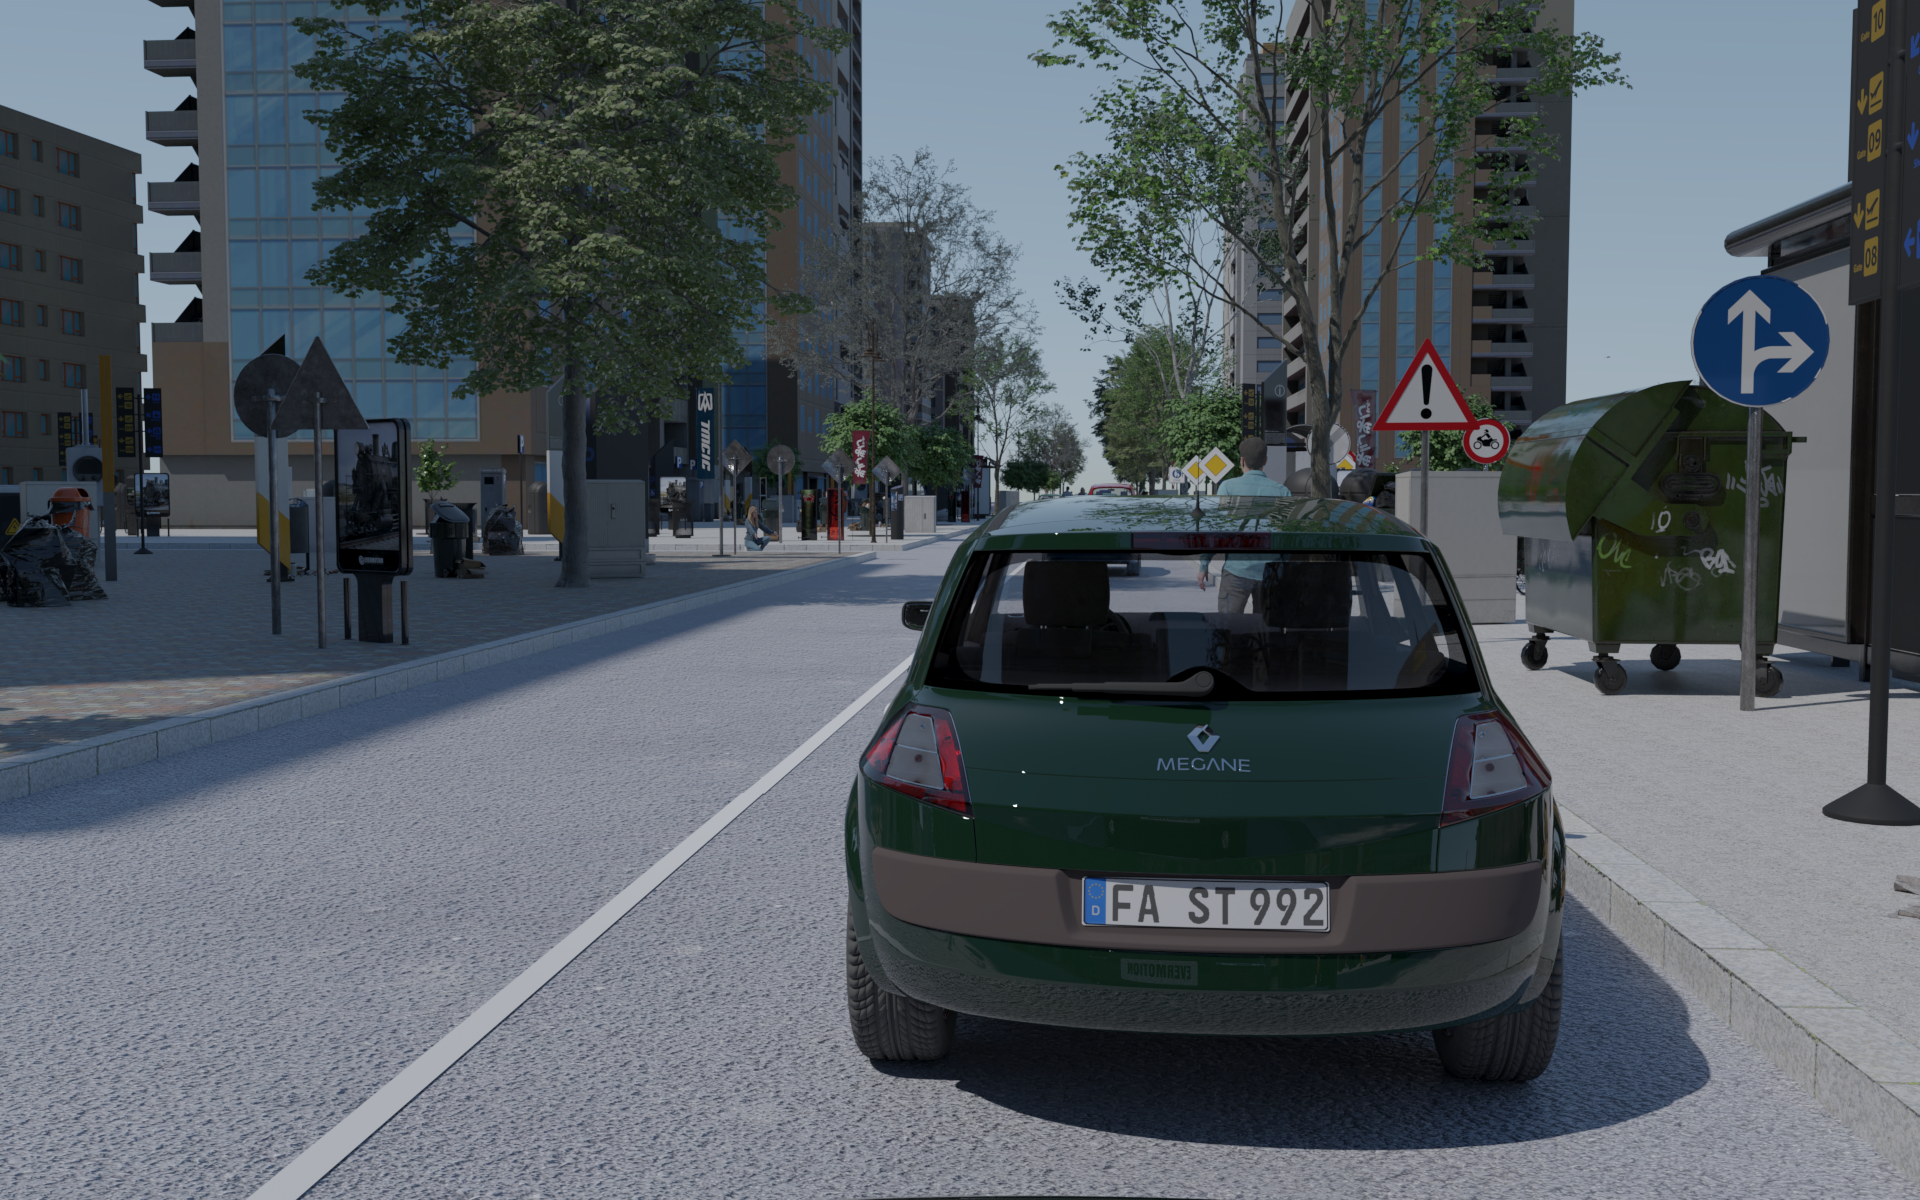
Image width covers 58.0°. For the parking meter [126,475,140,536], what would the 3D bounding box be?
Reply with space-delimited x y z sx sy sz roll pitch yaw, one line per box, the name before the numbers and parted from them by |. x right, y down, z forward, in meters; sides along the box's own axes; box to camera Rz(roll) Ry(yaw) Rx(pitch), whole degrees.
parking meter | -25.533 -2.920 53.457 0.255 1.863 0.399 -1 4 -9

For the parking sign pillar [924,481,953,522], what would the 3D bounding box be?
parking sign pillar | -1.010 -5.688 81.473 1.447 3.967 1.447 -1 4 -20

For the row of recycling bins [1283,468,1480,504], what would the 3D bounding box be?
row of recycling bins | 6.818 -1.239 27.367 3.534 1.692 1.069 -1 4 -13

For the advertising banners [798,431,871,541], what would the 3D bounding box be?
advertising banners | -3.447 -3.139 47.512 2.074 3.025 0.090 1 4 12

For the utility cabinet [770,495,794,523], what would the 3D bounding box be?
utility cabinet | -7.955 -4.056 77.478 1.020 1.237 0.306 1 4 13

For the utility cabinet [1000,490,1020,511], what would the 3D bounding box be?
utility cabinet | 3.297 -6.314 111.912 1.173 1.500 0.318 -2 4 -35

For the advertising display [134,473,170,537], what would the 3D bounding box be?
advertising display | -24.378 -2.878 52.274 0.974 1.923 0.123 -2 4 -28

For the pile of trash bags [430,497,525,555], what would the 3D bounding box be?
pile of trash bags | -10.927 -1.650 36.729 3.447 1.369 1.912 0 4 -5

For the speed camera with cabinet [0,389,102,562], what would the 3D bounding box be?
speed camera with cabinet | -17.010 -2.319 32.254 2.038 3.252 0.660 -2 4 -32

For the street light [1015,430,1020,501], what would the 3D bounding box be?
street light | 4.127 -9.103 121.622 0.468 5.910 1.993 0 4 5

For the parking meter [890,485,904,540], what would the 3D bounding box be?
parking meter | -1.765 -2.464 48.696 0.372 1.533 0.369 0 3 0

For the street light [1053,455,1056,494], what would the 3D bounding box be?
street light | 11.140 -14.170 204.471 0.468 5.910 1.993 0 4 5

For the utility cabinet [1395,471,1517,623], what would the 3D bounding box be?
utility cabinet | 4.864 -0.509 17.009 1.173 1.500 0.318 -1 4 -15

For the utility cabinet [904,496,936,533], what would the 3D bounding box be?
utility cabinet | -1.317 -2.829 57.408 1.020 1.237 0.306 1 4 13

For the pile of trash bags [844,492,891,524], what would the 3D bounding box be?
pile of trash bags | -3.771 -3.994 75.047 3.447 1.369 1.912 1 4 9

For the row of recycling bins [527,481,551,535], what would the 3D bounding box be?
row of recycling bins | -11.996 -2.949 55.336 3.534 1.692 1.069 -1 4 -21

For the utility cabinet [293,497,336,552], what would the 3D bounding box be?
utility cabinet | -14.339 -1.685 38.708 1.020 1.237 0.306 -3 5 -40

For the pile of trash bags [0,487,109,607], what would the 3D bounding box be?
pile of trash bags | -11.296 -0.685 20.955 1.912 1.369 3.447 0 4 -8

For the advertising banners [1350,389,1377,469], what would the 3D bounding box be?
advertising banners | 7.456 -2.029 29.359 2.074 3.025 0.090 -1 4 -23

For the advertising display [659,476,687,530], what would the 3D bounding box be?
advertising display | -10.249 -3.467 61.891 0.974 1.923 0.123 0 4 -6

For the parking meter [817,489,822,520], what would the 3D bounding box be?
parking meter | -7.039 -4.748 86.044 0.372 1.533 0.369 0 3 0

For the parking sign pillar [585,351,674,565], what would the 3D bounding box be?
parking sign pillar | -6.271 -2.628 31.441 1.447 3.967 1.447 2 4 35

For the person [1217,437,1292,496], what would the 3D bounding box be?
person | 1.980 -0.202 11.816 0.660 1.820 0.620 -1 4 -13

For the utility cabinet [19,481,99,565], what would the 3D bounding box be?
utility cabinet | -15.803 -1.328 30.393 0.318 1.500 1.173 3 5 42

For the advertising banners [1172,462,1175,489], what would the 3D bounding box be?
advertising banners | 11.458 -6.064 95.336 0.090 3.025 2.074 -1 4 -15

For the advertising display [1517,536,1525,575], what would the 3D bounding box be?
advertising display | 8.971 -1.370 27.612 0.123 1.923 0.974 0 4 -1

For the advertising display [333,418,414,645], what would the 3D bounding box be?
advertising display | -5.068 -0.597 14.969 0.974 1.923 0.123 3 4 38

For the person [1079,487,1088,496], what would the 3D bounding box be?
person | 6.510 -5.052 91.289 0.537 1.800 0.526 0 4 8

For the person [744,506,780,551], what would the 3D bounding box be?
person | -4.639 -1.607 40.270 0.738 1.151 1.012 3 4 38

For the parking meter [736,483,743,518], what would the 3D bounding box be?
parking meter | -11.614 -5.227 91.176 0.255 1.863 0.399 -3 5 -43

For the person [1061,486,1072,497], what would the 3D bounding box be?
person | 5.493 -4.947 89.230 0.661 1.843 0.795 1 4 19

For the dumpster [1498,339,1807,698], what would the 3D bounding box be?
dumpster | 4.615 -0.564 11.716 1.502 2.255 1.985 0 4 5

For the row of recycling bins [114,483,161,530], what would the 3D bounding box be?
row of recycling bins | -30.113 -3.488 64.136 1.069 1.692 3.534 1 4 18

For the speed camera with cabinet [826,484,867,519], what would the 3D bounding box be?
speed camera with cabinet | -5.821 -5.785 88.922 2.038 3.252 0.660 -1 4 -22

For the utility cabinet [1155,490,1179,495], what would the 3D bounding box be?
utility cabinet | 10.071 -4.635 84.454 1.173 1.500 0.318 -2 4 -25

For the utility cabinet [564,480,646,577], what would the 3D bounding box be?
utility cabinet | -5.418 -1.087 26.452 1.173 1.500 0.318 -1 4 -23

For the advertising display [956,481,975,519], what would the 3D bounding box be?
advertising display | 0.296 -5.062 87.984 0.974 1.923 0.123 1 4 16

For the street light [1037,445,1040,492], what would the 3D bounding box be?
street light | 7.255 -11.381 158.864 0.468 5.910 1.993 0 4 5

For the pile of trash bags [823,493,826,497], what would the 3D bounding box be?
pile of trash bags | -7.087 -5.448 98.825 1.912 1.369 3.447 1 4 10

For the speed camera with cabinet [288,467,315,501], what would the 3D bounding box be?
speed camera with cabinet | -21.309 -3.781 56.156 2.038 3.252 0.660 -2 4 -27

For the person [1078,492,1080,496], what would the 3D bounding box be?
person | 10.073 -8.266 143.513 0.709 1.838 0.599 1 4 20

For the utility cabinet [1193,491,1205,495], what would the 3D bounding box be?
utility cabinet | 16.150 -6.615 116.827 0.318 1.500 1.173 3 4 38

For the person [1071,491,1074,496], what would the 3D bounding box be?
person | 11.788 -10.549 181.699 0.721 1.743 1.217 3 5 44

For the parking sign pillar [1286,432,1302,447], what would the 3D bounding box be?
parking sign pillar | 10.717 -4.234 57.693 1.447 3.967 1.447 1 4 10

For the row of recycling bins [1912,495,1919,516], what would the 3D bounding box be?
row of recycling bins | 13.851 -0.985 23.222 1.069 1.692 3.534 0 4 6

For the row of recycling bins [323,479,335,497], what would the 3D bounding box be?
row of recycling bins | -16.296 -2.439 46.991 3.534 1.692 1.069 3 5 45

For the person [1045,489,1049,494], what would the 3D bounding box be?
person | 5.699 -6.413 113.575 0.641 1.798 0.478 -1 4 -13

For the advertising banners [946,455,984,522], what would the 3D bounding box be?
advertising banners | 0.225 -5.024 78.331 2.074 3.025 0.090 3 4 36

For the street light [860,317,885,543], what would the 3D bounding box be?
street light | -2.270 -4.441 45.405 0.468 5.910 1.993 0 4 5

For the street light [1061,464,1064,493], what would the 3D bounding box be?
street light | 14.334 -16.448 241.708 0.468 5.910 1.993 0 4 5

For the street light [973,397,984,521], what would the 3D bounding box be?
street light | 0.861 -6.721 82.672 0.468 5.910 1.993 0 4 5

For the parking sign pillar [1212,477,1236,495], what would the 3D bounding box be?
parking sign pillar | 9.398 -4.369 59.907 1.447 3.967 1.447 -1 4 -10

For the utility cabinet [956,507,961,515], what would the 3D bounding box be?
utility cabinet | 0.339 -5.991 109.115 1.020 1.237 0.306 2 4 33

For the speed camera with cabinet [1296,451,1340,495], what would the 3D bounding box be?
speed camera with cabinet | 7.802 -2.540 35.860 2.038 3.252 0.660 -3 5 -40

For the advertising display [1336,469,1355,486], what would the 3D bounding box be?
advertising display | 10.108 -2.397 44.411 0.974 1.923 0.123 2 4 28
